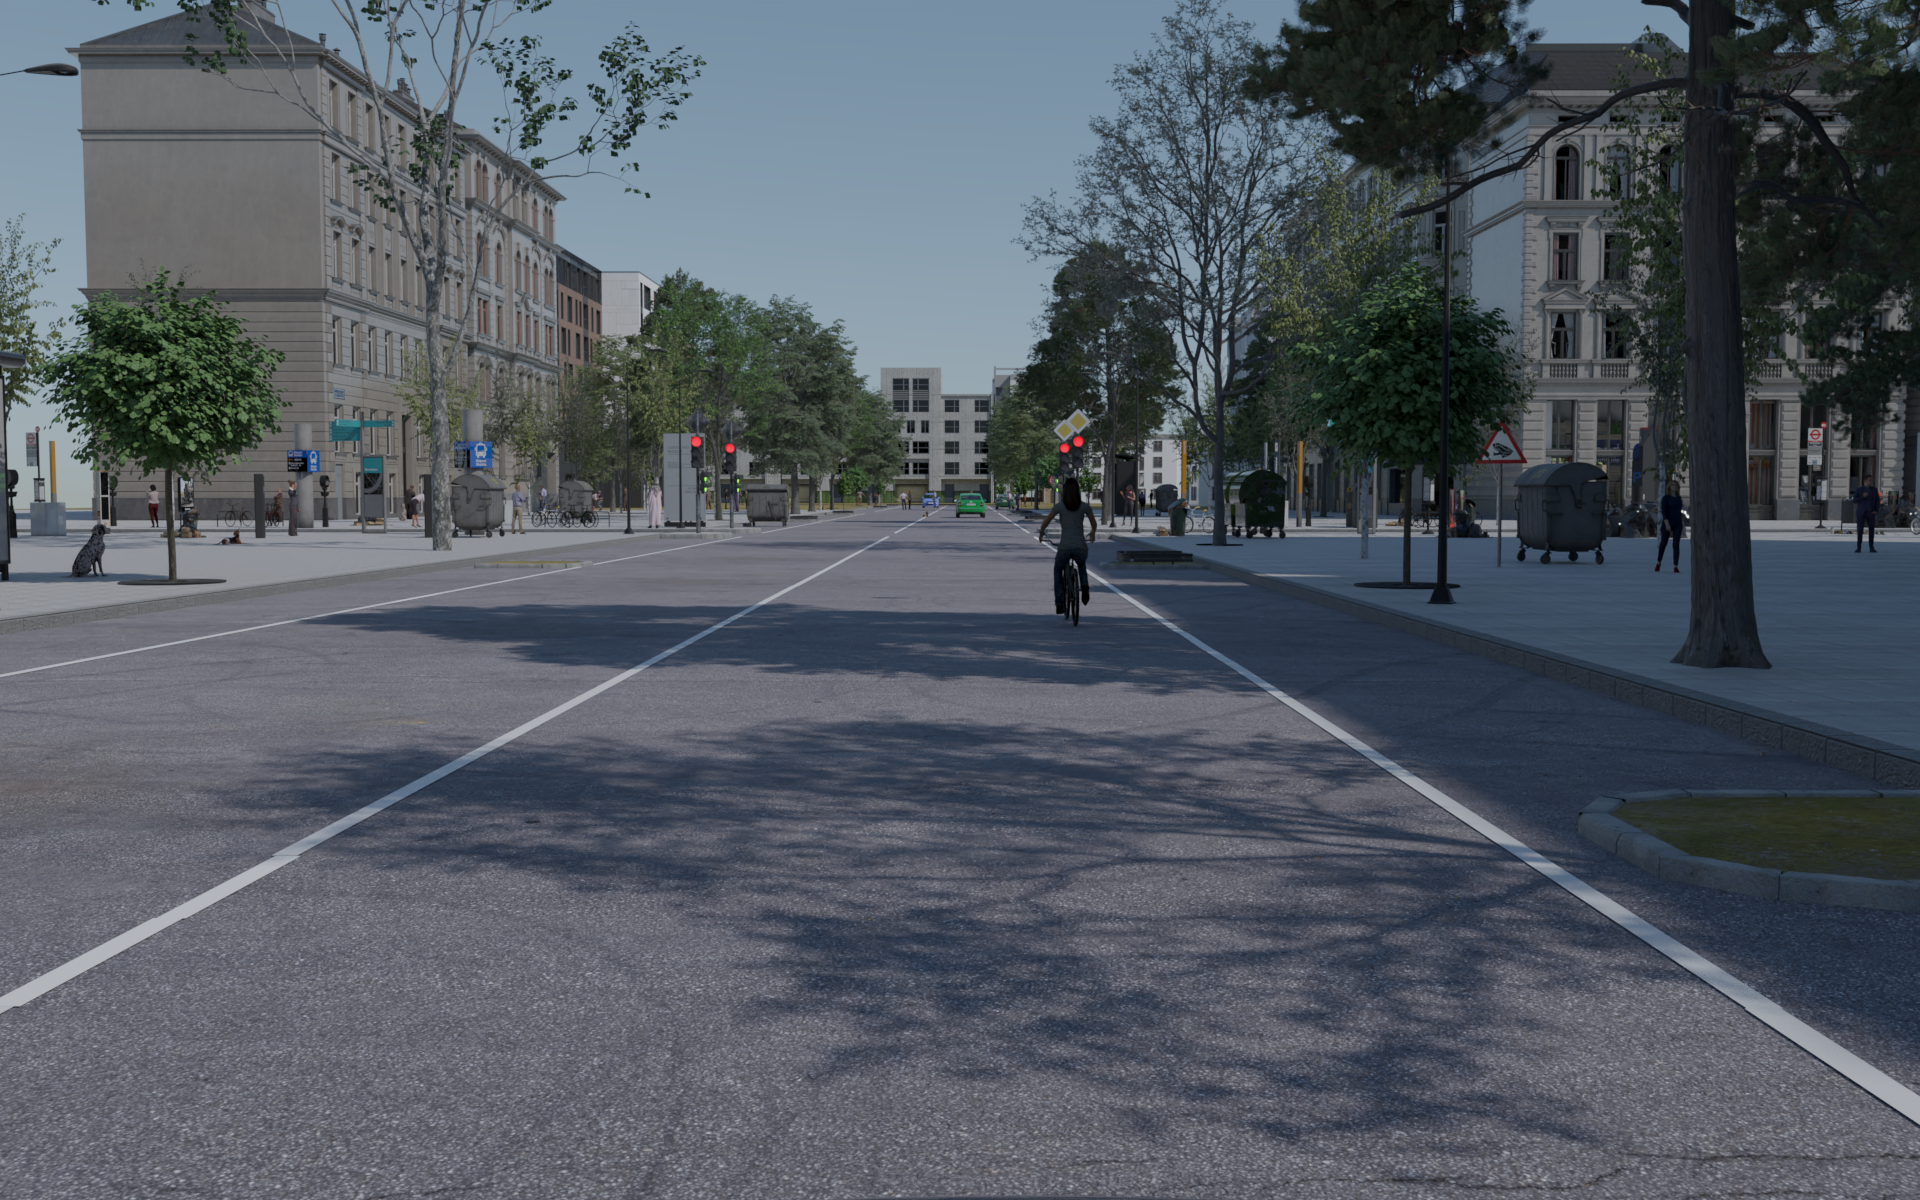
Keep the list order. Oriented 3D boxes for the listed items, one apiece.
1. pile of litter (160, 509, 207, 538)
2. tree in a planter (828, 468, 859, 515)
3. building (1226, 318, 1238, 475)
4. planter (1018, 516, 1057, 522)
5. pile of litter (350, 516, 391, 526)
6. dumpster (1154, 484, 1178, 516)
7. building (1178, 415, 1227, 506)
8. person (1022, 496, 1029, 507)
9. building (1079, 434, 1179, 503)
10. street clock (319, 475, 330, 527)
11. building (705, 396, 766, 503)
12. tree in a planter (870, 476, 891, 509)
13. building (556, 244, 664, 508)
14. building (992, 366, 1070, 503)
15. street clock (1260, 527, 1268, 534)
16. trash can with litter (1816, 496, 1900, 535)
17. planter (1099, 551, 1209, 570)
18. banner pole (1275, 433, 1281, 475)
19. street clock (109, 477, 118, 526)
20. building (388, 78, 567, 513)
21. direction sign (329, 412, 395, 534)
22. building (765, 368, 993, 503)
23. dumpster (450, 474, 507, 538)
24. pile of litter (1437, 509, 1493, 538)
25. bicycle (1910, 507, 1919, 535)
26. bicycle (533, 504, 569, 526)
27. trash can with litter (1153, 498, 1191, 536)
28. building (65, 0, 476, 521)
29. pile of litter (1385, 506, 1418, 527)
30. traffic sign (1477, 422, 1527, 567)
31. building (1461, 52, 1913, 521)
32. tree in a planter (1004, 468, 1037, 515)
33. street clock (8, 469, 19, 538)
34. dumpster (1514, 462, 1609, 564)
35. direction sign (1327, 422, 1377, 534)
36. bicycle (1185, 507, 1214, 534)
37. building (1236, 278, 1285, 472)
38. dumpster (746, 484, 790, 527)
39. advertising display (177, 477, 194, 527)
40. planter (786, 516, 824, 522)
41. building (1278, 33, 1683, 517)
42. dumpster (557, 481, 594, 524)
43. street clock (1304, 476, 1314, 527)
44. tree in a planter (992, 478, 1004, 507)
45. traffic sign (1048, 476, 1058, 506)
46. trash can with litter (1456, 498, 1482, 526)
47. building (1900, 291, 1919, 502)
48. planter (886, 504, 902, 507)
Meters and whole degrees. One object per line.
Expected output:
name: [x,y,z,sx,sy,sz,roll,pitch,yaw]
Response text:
pile of litter: [-22.895,-2.268,51.041,1.176,0.858,1.719,-3,4,-37]
tree in a planter: [-7.956,-7.398,118.178,1.991,3.239,1.994,0,4,0]
building: [33.436,-18.758,163.121,16.016,20.091,11.380,0,4,0]
planter: [4.023,-4.223,90.187,1.991,0.319,1.994,0,4,0]
pile of litter: [-23.883,-3.456,70.464,1.719,0.858,1.176,0,4,-4]
dumpster: [11.905,-5.740,99.600,1.264,1.857,1.865,0,3,0]
building: [29.678,-14.744,183.214,9.099,9.664,28.070,0,4,0]
person: [6.541,-10.083,174.165,0.557,1.426,1.065,3,5,44]
building: [30.442,-18.645,246.995,28.070,9.664,9.099,0,4,0]
street clock: [-24.490,-3.806,66.795,0.358,2.002,0.471,0,4,0]
building: [-42.582,-23.452,249.889,31.486,18.905,16.747,0,4,0]
tree in a planter: [-7.697,-10.406,167.362,1.991,3.239,1.994,0,4,0]
building: [-43.305,-19.141,156.926,27.936,21.610,32.646,0,4,0]
building: [10.385,-24.070,249.959,11.380,20.091,16.016,0,4,0]
street clock: [9.838,-3.148,56.037,0.358,2.002,0.471,-2,4,-24]
trash can with litter: [28.515,-2.678,54.840,1.678,1.210,2.233,-3,4,-36]
planter: [3.747,-0.778,33.856,1.991,0.319,1.994,0,4,0]
banner pole: [12.926,-4.926,70.562,0.401,3.779,0.863,2,4,27]
street clock: [-33.673,-3.931,68.838,0.471,2.002,0.358,3,4,37]
building: [-36.515,-20.307,119.406,14.401,28.519,23.554,0,4,0]
direction sign: [-19.532,-4.088,55.603,2.525,3.948,1.411,1,4,19]
building: [-11.046,-23.488,250.479,31.486,18.905,16.747,0,4,0]
dumpster: [-14.264,-2.783,51.257,1.264,1.857,1.865,0,4,0]
pile of litter: [14.806,-2.270,51.077,1.719,0.858,1.176,3,4,38]
bicycle: [30.243,-2.499,54.084,0.635,0.972,1.543,-1,4,-10]
bicycle: [-16.560,-3.493,70.334,1.543,0.972,0.635,-1,4,-11]
trash can with litter: [6.432,-2.525,52.670,1.055,1.170,0.624,-1,4,-20]
building: [-36.180,-18.220,95.157,12.463,27.353,25.104,0,4,0]
pile of litter: [17.628,-3.372,69.093,1.176,0.858,1.719,0,4,-1]
traffic sign: [9.469,-1.856,30.354,0.884,2.594,0.081,1,4,10]
building: [36.413,-15.841,87.882,19.941,23.489,11.050,0,4,0]
tree in a planter: [4.170,-7.328,117.041,1.991,3.239,1.994,0,4,0]
street clock: [-27.730,-2.817,50.636,0.471,2.002,0.358,2,4,33]
dumpster: [11.197,-1.620,32.239,1.264,1.857,1.865,0,4,0]
direction sign: [12.374,-4.090,55.641,1.411,3.948,2.525,-1,4,-21]
bicycle: [7.805,-2.651,56.562,0.635,0.972,1.543,-3,5,-44]
building: [33.300,-18.030,151.216,16.016,20.091,11.380,0,4,0]
dumpster: [-8.392,-4.130,75.740,1.865,1.857,1.264,0,4,1]
advertising display: [-29.322,-3.695,65.619,0.123,1.923,0.974,0,4,5]
planter: [-8.084,-4.212,90.002,1.991,0.319,1.994,0,4,0]
building: [33.797,-20.836,117.090,17.030,29.872,44.131,0,4,0]
dumpster: [-16.699,-4.245,75.165,1.264,1.857,1.865,0,4,0]
street clock: [13.740,-3.895,68.254,0.358,2.002,0.471,0,4,-8]
tree in a planter: [4.555,-12.005,193.496,1.991,3.239,1.994,0,4,0]
traffic sign: [6.340,-7.139,116.825,0.768,2.556,0.104,1,4,8]
trash can with litter: [16.375,-2.712,55.733,0.624,1.170,1.055,3,5,40]
building: [55.511,-14.537,86.823,18.267,20.994,9.793,0,4,0]
planter: [-7.561,-10.612,194.652,1.991,0.319,1.994,0,4,0]
